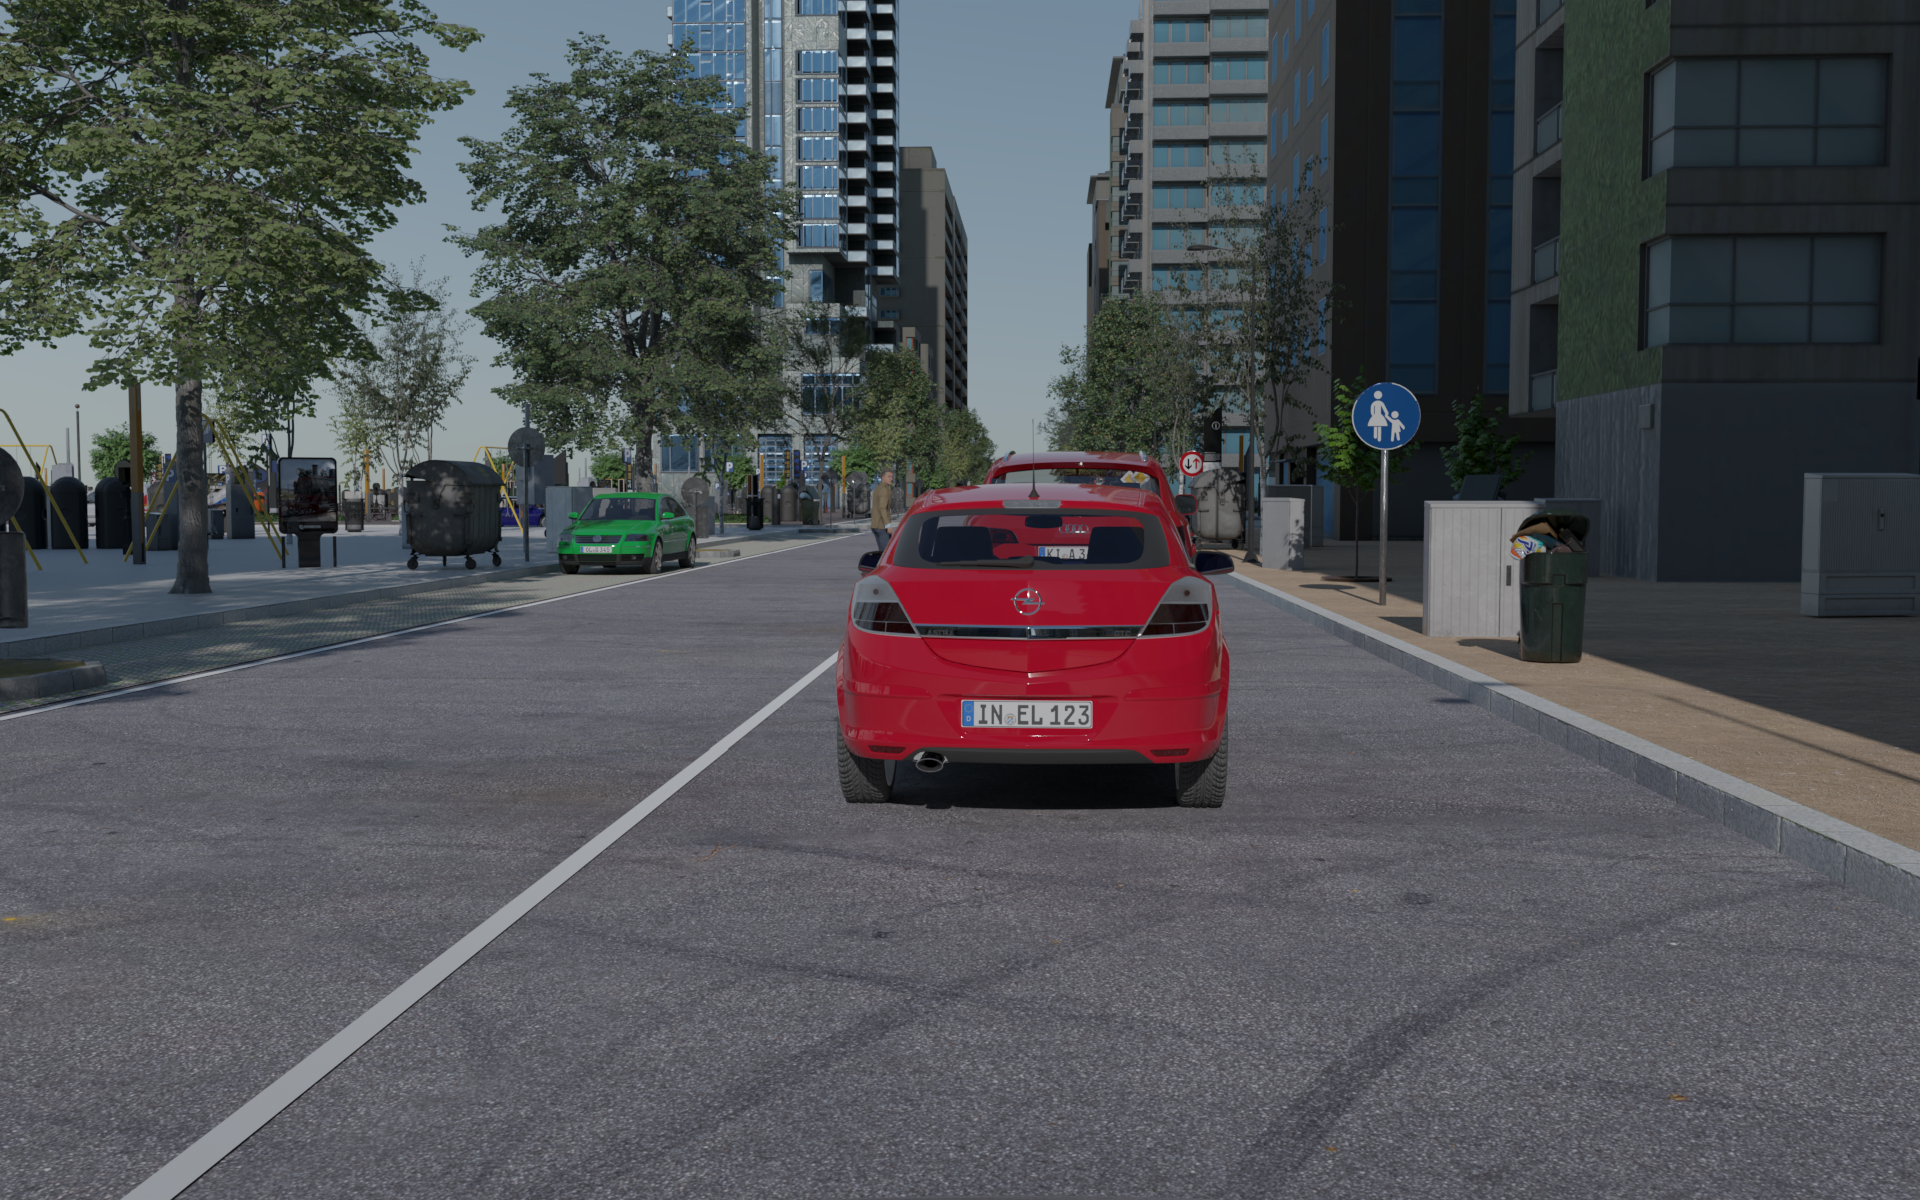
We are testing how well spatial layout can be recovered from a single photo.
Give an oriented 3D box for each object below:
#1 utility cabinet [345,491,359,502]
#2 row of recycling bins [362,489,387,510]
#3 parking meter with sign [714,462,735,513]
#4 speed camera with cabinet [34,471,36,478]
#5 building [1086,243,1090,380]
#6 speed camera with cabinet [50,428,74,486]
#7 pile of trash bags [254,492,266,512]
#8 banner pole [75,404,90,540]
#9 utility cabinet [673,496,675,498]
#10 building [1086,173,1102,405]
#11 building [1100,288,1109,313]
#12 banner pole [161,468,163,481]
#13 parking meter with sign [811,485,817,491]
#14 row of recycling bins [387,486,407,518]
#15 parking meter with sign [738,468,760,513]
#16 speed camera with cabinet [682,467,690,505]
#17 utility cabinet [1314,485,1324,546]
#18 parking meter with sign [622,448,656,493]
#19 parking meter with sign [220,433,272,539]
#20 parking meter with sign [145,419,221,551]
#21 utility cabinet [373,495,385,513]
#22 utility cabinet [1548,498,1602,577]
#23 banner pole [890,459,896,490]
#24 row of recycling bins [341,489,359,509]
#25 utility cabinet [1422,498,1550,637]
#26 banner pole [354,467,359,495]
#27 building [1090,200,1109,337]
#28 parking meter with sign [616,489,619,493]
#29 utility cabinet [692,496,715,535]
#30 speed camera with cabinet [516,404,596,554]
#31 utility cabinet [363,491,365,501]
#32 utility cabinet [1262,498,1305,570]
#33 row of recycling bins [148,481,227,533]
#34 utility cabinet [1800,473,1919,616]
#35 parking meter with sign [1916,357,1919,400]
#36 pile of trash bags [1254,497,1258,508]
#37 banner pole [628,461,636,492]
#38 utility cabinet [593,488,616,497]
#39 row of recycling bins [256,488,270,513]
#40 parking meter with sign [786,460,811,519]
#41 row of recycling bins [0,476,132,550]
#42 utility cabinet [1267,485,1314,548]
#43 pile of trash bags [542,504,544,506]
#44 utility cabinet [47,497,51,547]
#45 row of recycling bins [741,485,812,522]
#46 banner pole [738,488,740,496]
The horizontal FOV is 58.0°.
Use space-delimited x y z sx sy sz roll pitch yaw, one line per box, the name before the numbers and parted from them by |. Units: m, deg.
utility cabinet | -51.323 -8.417 146.299 1.173 1.500 0.318 -1 4 -14
row of recycling bins | -43.865 -7.639 132.017 1.069 1.692 3.534 2 4 26
parking meter with sign | -12.862 -5.921 93.061 0.543 3.016 1.738 2 4 31
speed camera with cabinet | -63.892 -7.629 119.066 0.660 3.252 2.038 -3 4 -39
building | 28.852 -39.652 298.412 14.600 45.320 14.200 0 4 3
speed camera with cabinet | -27.084 -3.541 52.236 0.660 3.252 2.038 -2 4 -27
pile of trash bags | -54.991 -7.627 134.459 1.912 1.369 3.447 -3 5 -40
banner pole | -24.601 -3.571 48.407 0.401 3.779 0.863 -2 4 -24
utility cabinet | -10.588 -3.164 62.890 0.306 1.237 1.020 0 4 3
building | 34.813 -42.042 276.630 28.713 52.752 27.495 0 4 3
building | 26.517 -28.786 242.357 14.160 30.474 14.107 0 4 3
banner pole | -67.345 -9.527 145.785 0.863 3.779 0.401 1 4 10
parking meter with sign | -12.024 -8.854 141.017 0.543 3.016 1.738 3 5 41
row of recycling bins | -30.028 -5.261 93.130 1.069 1.692 3.534 -1 4 -21
parking meter with sign | -14.223 -7.373 116.815 0.543 3.016 1.738 3 5 44
speed camera with cabinet | -19.597 -8.104 126.831 0.660 3.252 2.038 2 4 25
utility cabinet | 8.574 -2.060 42.354 0.318 1.500 1.173 0 4 -6
parking meter with sign | -11.879 -4.236 65.517 1.738 3.016 0.543 1 4 20
parking meter with sign | -20.583 -3.253 49.444 1.738 3.016 0.543 -3 5 -44
parking meter with sign | -17.898 -2.658 39.719 0.543 3.016 1.738 1 4 18
utility cabinet | -40.490 -6.701 120.716 1.020 1.237 0.306 3 5 42
utility cabinet | 9.410 -0.958 26.825 1.020 1.237 0.306 -1 4 -17
banner pole | -4.719 -8.042 121.508 0.401 3.779 0.863 -3 4 -39
row of recycling bins | -51.380 -8.682 149.062 3.534 1.692 1.069 -2 4 -27
utility cabinet | 4.728 -0.274 15.635 1.020 1.237 0.306 0 4 4
banner pole | -49.594 -9.311 142.255 0.863 3.779 0.401 3 5 41
building | 27.162 -37.082 256.396 14.600 45.320 14.200 0 4 3
parking meter with sign | -29.344 -9.285 148.064 0.543 3.016 1.738 1 4 18
utility cabinet | -8.096 -2.660 54.649 0.306 1.237 1.020 1 4 20
speed camera with cabinet | -8.822 -2.651 37.675 2.038 3.252 0.660 3 5 40
utility cabinet | -47.400 -7.920 138.174 0.318 1.500 1.173 -1 4 -13
utility cabinet | 5.539 -1.133 29.683 0.306 1.237 1.020 -1 4 -17
row of recycling bins | -24.948 -3.008 56.298 1.069 1.692 3.534 1 4 17
utility cabinet | 9.416 -0.574 18.056 1.173 1.500 0.318 -1 4 -9
parking meter with sign | 12.824 -1.539 21.429 0.543 3.016 1.738 -2 4 -35
pile of trash bags | 21.599 -7.292 128.982 1.912 1.369 3.447 -1 4 -18
banner pole | -24.606 -8.544 129.710 0.863 3.779 0.401 -1 4 -13
utility cabinet | -13.226 -3.380 63.938 0.318 1.500 1.173 2 4 31
row of recycling bins | -43.917 -6.276 109.731 3.534 1.692 1.069 2 4 33
parking meter with sign | -8.618 -5.708 89.584 0.543 3.016 1.738 -3 5 -43
row of recycling bins | -21.215 -2.036 40.398 3.534 1.692 1.069 -1 4 -15
utility cabinet | 7.634 -1.945 40.485 1.173 1.500 0.318 -2 4 -23
pile of trash bags | -20.390 -4.949 90.661 3.447 1.369 1.912 0 4 -3
utility cabinet | -22.156 -1.890 42.061 1.020 1.237 0.306 2 4 26
row of recycling bins | -8.485 -4.531 81.194 3.534 1.692 1.069 0 4 -6
banner pole | -17.625 -9.148 139.580 0.863 3.779 0.401 1 4 19
